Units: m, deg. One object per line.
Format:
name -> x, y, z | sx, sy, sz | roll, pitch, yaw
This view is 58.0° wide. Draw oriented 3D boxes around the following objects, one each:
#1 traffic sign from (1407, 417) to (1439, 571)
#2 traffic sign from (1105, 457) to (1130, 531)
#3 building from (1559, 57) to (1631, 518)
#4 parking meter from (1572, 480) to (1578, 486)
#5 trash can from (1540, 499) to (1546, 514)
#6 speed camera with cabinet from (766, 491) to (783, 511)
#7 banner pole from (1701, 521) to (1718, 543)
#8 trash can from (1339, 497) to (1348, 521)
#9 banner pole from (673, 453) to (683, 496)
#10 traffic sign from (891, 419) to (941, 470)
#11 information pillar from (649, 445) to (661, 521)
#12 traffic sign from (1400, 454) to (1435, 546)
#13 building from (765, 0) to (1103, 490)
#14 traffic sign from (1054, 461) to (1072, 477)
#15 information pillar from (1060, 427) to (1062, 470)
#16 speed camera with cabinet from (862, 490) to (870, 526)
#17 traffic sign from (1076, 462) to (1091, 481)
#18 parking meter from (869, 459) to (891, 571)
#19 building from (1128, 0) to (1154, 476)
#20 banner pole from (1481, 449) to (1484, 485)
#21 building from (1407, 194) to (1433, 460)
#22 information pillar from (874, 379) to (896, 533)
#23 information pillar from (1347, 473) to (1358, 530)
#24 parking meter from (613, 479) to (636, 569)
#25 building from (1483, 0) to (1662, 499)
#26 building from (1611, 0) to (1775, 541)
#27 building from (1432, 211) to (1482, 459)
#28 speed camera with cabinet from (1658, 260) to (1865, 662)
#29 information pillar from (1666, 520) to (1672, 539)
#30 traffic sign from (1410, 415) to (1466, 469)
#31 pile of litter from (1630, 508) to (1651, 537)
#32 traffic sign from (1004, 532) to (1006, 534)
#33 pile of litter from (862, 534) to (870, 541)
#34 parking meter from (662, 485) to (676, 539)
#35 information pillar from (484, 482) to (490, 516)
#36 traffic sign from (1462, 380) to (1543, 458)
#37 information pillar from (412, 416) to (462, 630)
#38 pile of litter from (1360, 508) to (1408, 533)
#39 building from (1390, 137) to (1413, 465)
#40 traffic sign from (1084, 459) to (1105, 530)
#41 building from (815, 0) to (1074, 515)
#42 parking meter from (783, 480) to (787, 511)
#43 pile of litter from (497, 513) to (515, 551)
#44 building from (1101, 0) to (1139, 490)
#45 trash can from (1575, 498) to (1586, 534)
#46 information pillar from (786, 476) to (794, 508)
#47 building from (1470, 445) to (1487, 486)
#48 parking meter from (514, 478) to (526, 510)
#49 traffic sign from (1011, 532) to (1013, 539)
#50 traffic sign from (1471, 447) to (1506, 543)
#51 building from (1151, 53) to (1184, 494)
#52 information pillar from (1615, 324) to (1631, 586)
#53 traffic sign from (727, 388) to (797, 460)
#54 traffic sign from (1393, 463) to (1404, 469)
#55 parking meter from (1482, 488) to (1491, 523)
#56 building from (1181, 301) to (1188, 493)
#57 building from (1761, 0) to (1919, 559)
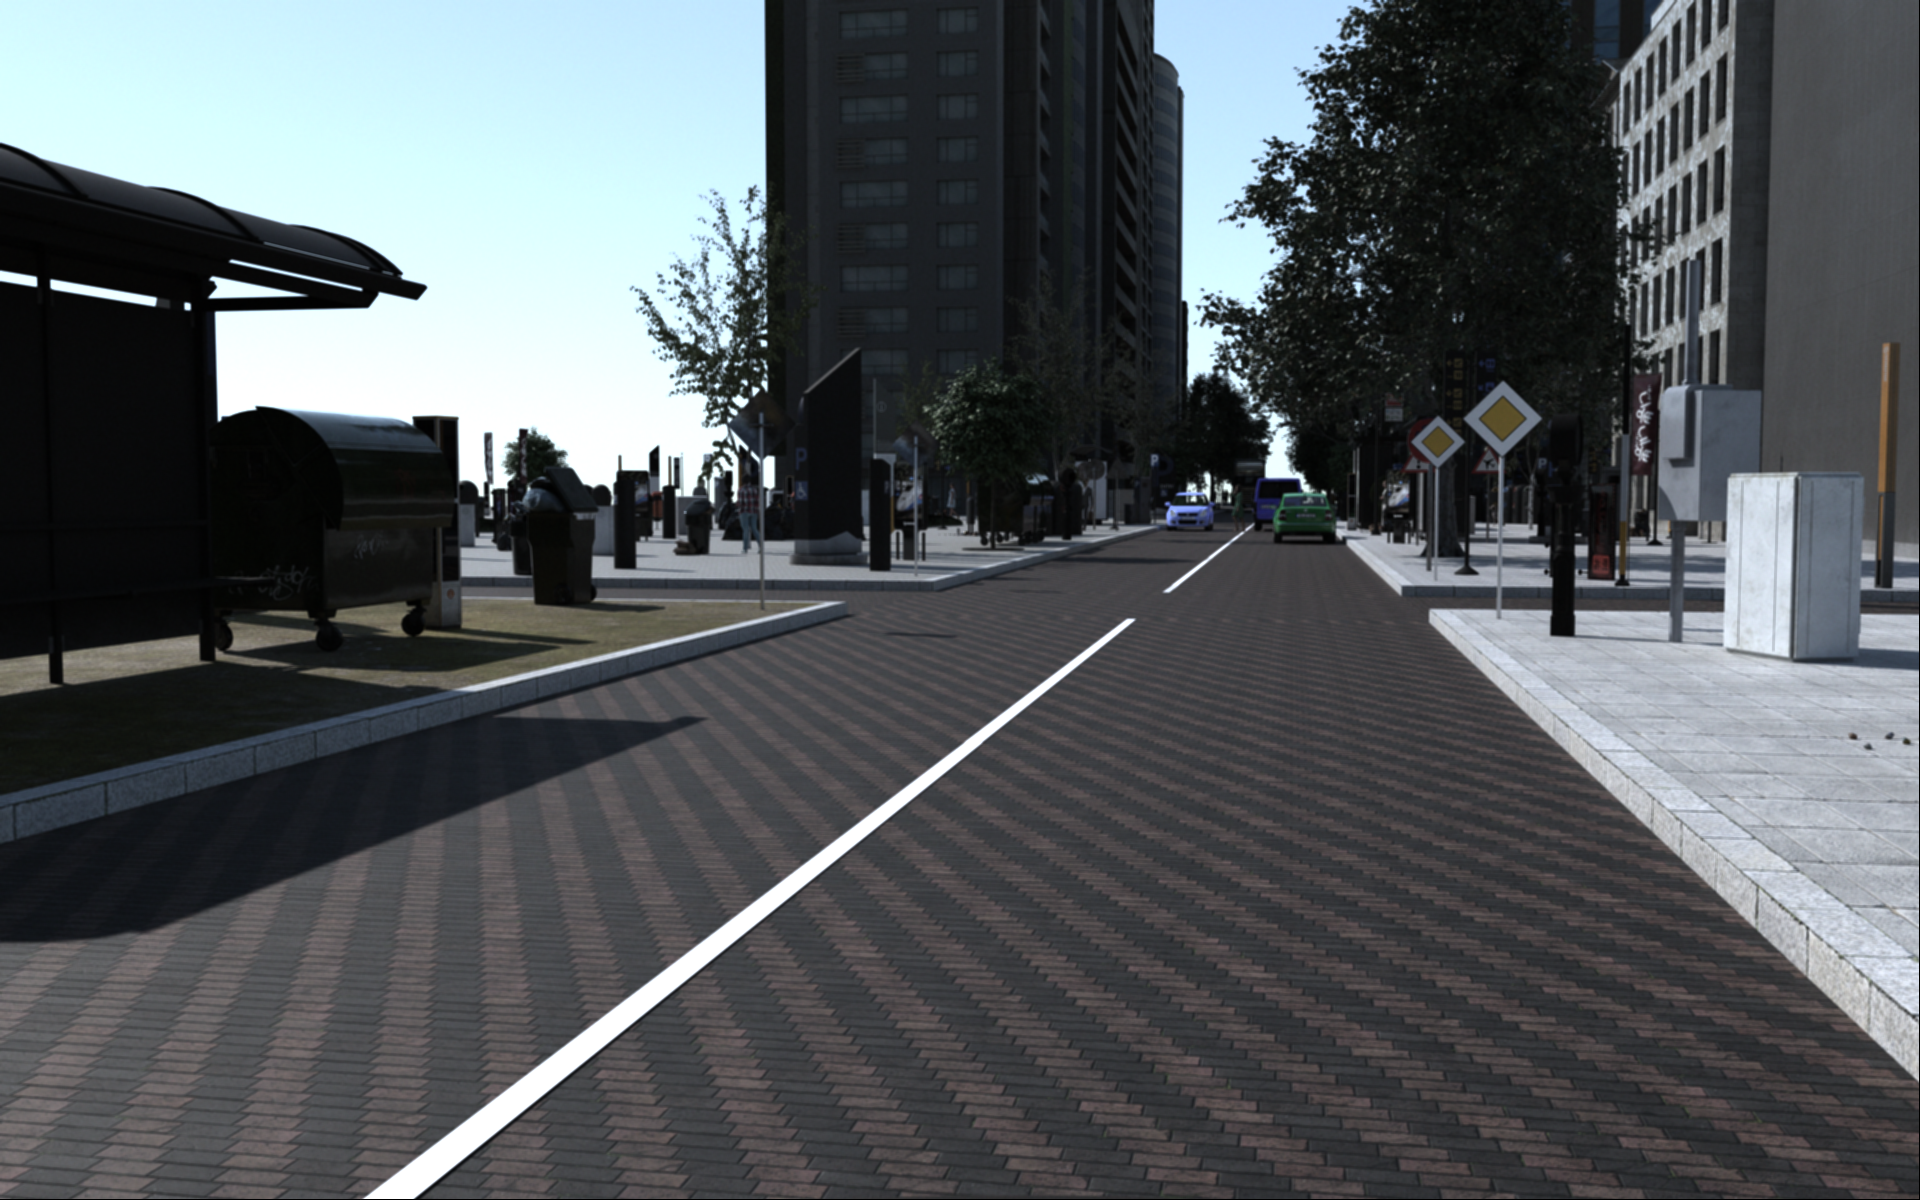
traffic sign -> 7.823, -1.756, 28.816 | 0.768, 2.556, 0.104 | 1, 4, 14
traffic sign -> 5.447, -3.673, 60.049 | 0.884, 2.594, 0.081 | 1, 4, 16
building -> 35.176, -15.883, 78.778 | 14.460, 24.649, 34.723 | 1, 4, 11
parking meter -> 24.033, -3.806, 67.947 | 0.399, 1.863, 0.255 | -1, 4, -8
trash can -> 18.323, -2.571, 53.689 | 0.748, 1.137, 0.748 | 0, 3, 0
speed camera with cabinet -> -8.205, -5.411, 82.805 | 2.038, 3.252, 0.660 | -2, 4, -24
banner pole -> 19.772, -3.364, 45.024 | 0.863, 3.779, 0.401 | 2, 4, 35
trash can -> 18.215, -4.278, 81.595 | 0.748, 1.137, 0.748 | 0, 3, 0
banner pole -> -16.896, -6.985, 104.213 | 0.401, 3.779, 0.863 | 3, 5, 42
traffic sign -> -0.700, -1.519, 27.029 | 0.795, 2.593, 0.064 | 1, 4, 11
information pillar -> -14.386, -5.523, 81.650 | 0.504, 3.616, 0.183 | 0, 4, -3
traffic sign -> 11.393, -2.634, 43.072 | 0.884, 2.594, 0.081 | 1, 4, 13
building -> -1.148, -36.082, 131.947 | 21.231, 58.520, 28.212 | 1, 4, 11
traffic sign -> 3.952, -4.055, 66.410 | 0.768, 2.556, 0.104 | 1, 4, 14
information pillar -> 3.522, -4.225, 60.439 | 0.183, 3.616, 0.504 | 0, 4, 2
speed camera with cabinet -> -4.489, -4.664, 70.594 | 2.038, 3.252, 0.660 | 1, 4, 21
traffic sign -> 4.936, -4.161, 68.143 | 0.768, 2.556, 0.104 | 1, 4, 12
parking meter -> -1.335, -1.424, 28.996 | 0.255, 1.863, 0.399 | 1, 4, 20
building -> 14.333, -46.833, 203.963 | 20.563, 71.187, 20.611 | 1, 4, 11
banner pole -> 29.150, -6.519, 96.606 | 0.401, 3.779, 0.863 | 2, 4, 28
building -> 57.554, -31.233, 194.247 | 14.154, 41.232, 14.086 | 1, 4, 11
information pillar -> -1.547, -2.697, 35.447 | 0.504, 3.616, 0.183 | -2, 4, -30
information pillar -> 13.877, -3.471, 61.242 | 0.304, 2.012, 0.304 | 1, 4, 20
parking meter -> -5.775, -1.310, 29.832 | 0.372, 1.533, 0.369 | 0, 3, 0
building -> 39.461, -27.718, 103.305 | 14.600, 45.320, 14.200 | 1, 4, 11
building -> 27.271, -12.154, 53.463 | 10.420, 20.320, 16.860 | 1, 4, 11
building -> 52.027, -32.175, 145.667 | 23.786, 49.044, 30.456 | 1, 4, 11
speed camera with cabinet -> 6.482, -1.209, 14.097 | 0.660, 3.252, 2.038 | 0, 4, -7
information pillar -> 20.489, -3.558, 49.531 | 0.183, 3.616, 0.504 | -1, 4, -19
traffic sign -> 7.049, -1.427, 25.526 | 0.795, 2.593, 0.064 | 1, 4, 11
pile of litter -> 20.258, -2.336, 52.165 | 1.176, 0.858, 1.719 | 3, 4, 37
traffic sign -> 1.261, -2.924, 47.909 | 0.768, 2.556, 0.104 | 1, 4, 16
pile of litter -> -3.381, -2.077, 47.920 | 1.719, 0.858, 1.176 | 1, 4, 15
parking meter -> -8.370, -2.533, 49.821 | 0.372, 1.533, 0.369 | 0, 3, 0
information pillar -> -27.972, -5.989, 102.407 | 0.304, 2.012, 0.304 | -1, 4, -8
traffic sign -> 5.544, -0.948, 17.683 | 0.795, 2.593, 0.064 | 1, 4, 11
information pillar -> -4.953, -0.729, 16.419 | 0.304, 2.012, 0.304 | 2, 4, 25
pile of litter -> 14.246, -2.700, 58.105 | 1.719, 0.858, 1.176 | 0, 4, 4
building -> 64.349, -35.967, 211.769 | 21.300, 48.544, 21.600 | 1, 4, 11
traffic sign -> 4.824, -3.794, 62.132 | 0.768, 2.556, 0.104 | 1, 4, 18
building -> -0.609, -26.113, 110.545 | 14.154, 41.232, 14.086 | 1, 4, 11
parking meter -> -7.170, -4.082, 72.451 | 0.399, 1.863, 0.255 | -2, 4, -31
pile of litter -> -9.983, -1.569, 39.626 | 1.176, 0.858, 1.719 | 1, 4, 16
building -> 4.515, -32.635, 157.282 | 21.300, 48.544, 21.600 | 1, 4, 11
trash can -> 20.005, -2.736, 56.382 | 0.748, 1.137, 0.748 | 0, 3, 0
information pillar -> -6.903, -4.052, 70.735 | 0.304, 2.012, 0.304 | 1, 4, 11
building -> 46.014, -41.678, 119.684 | 20.563, 71.187, 20.611 | 1, 4, 11
parking meter -> -16.508, -3.626, 64.993 | 0.399, 1.863, 0.255 | -2, 4, -29
traffic sign -> 1.486, -2.901, 49.557 | 0.606, 2.300, 0.079 | 1, 4, 14
traffic sign -> 13.742, -2.755, 45.047 | 0.884, 2.594, 0.081 | 1, 4, 20
building -> 17.984, -42.039, 229.343 | 21.231, 58.520, 28.212 | 1, 4, 11
information pillar -> 9.295, -2.008, 24.193 | 0.183, 3.616, 0.504 | 1, 4, 22
traffic sign -> -2.205, -1.040, 19.186 | 0.795, 2.593, 0.064 | 1, 4, 11
traffic sign -> 18.083, -4.374, 71.614 | 0.768, 2.556, 0.104 | 1, 4, 16
parking meter -> 23.783, -4.272, 78.256 | 0.372, 1.533, 0.369 | 0, 3, 0
building -> 25.435, -29.271, 250.279 | 14.160, 30.474, 14.107 | 1, 4, 11
building -> 34.543, -13.241, 35.553 | 30.058, 24.678, 14.314 | 1, 4, 11
